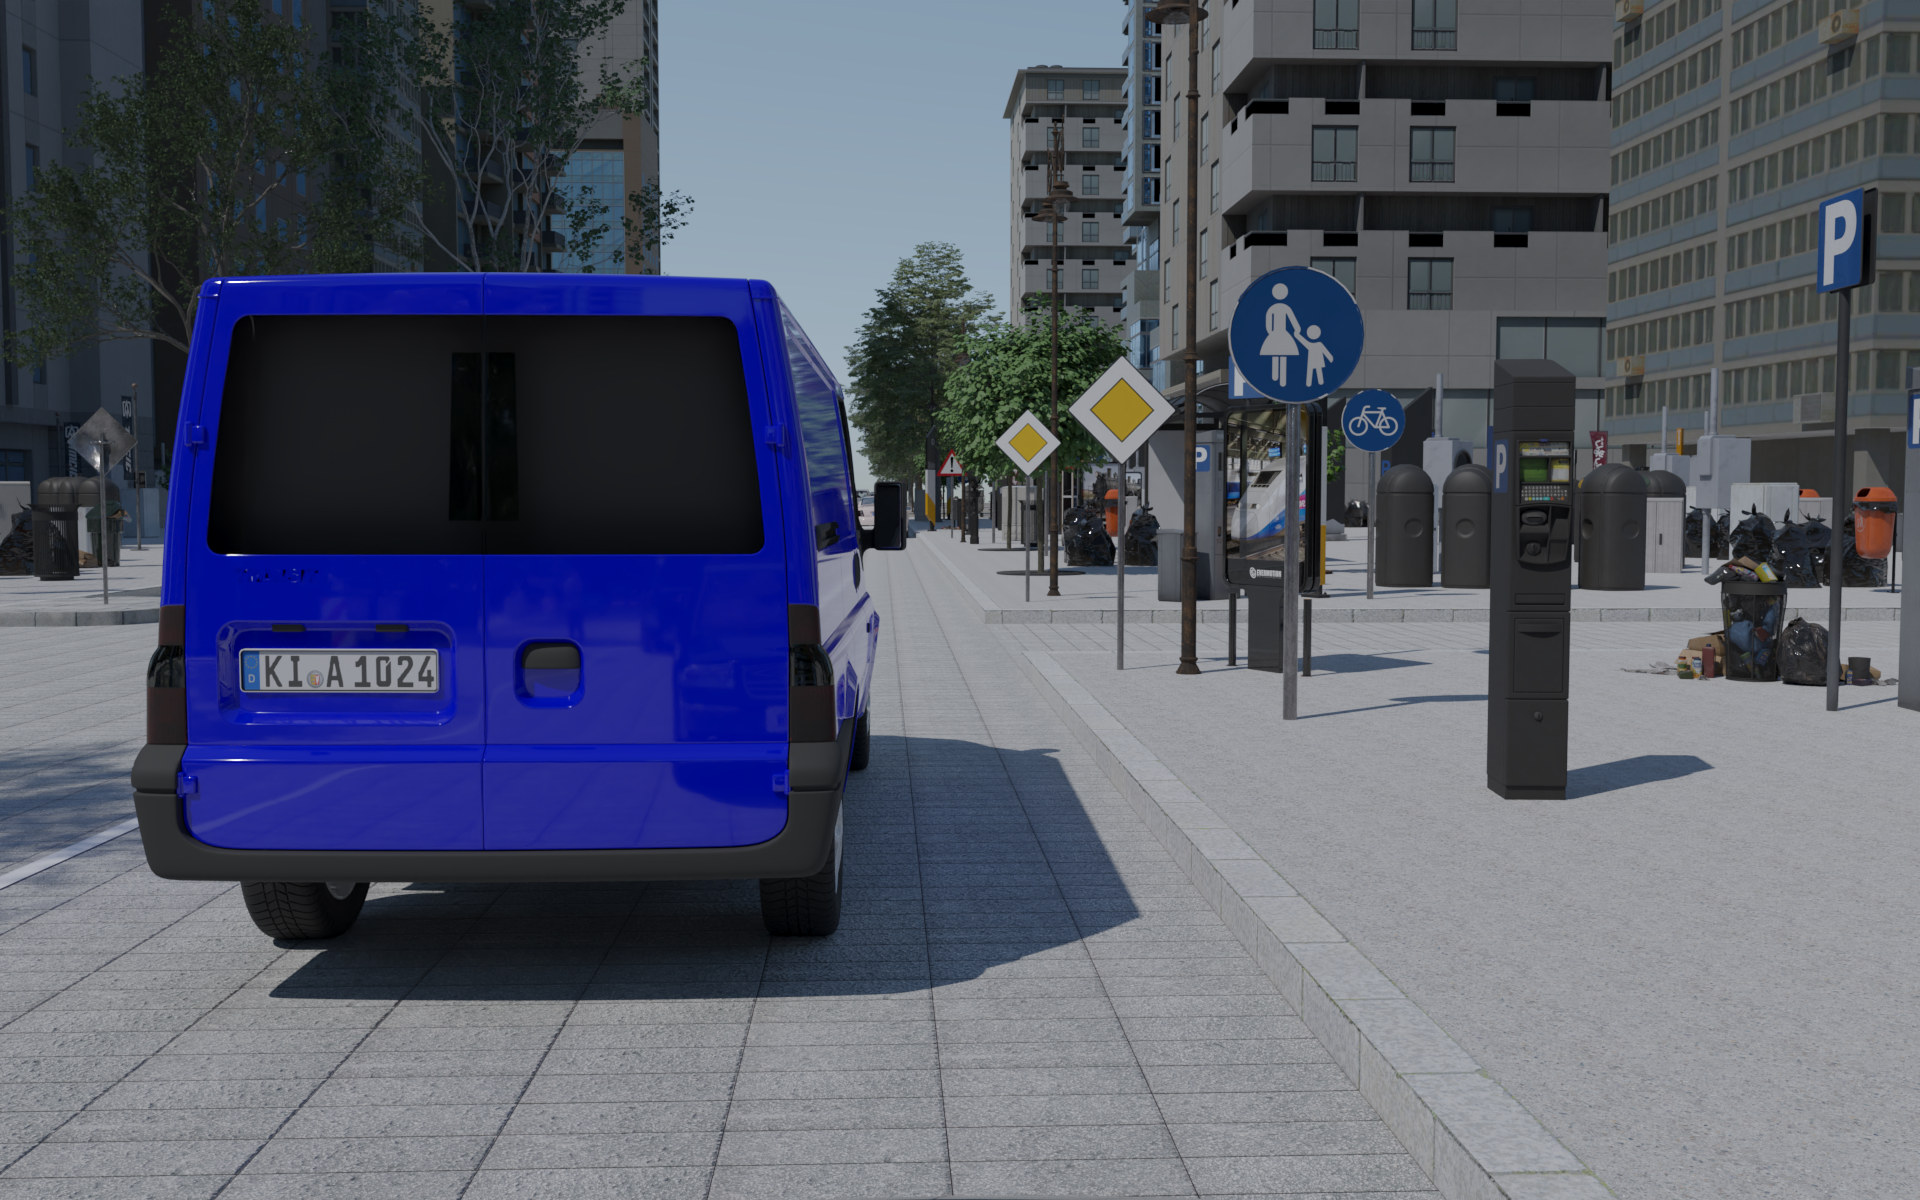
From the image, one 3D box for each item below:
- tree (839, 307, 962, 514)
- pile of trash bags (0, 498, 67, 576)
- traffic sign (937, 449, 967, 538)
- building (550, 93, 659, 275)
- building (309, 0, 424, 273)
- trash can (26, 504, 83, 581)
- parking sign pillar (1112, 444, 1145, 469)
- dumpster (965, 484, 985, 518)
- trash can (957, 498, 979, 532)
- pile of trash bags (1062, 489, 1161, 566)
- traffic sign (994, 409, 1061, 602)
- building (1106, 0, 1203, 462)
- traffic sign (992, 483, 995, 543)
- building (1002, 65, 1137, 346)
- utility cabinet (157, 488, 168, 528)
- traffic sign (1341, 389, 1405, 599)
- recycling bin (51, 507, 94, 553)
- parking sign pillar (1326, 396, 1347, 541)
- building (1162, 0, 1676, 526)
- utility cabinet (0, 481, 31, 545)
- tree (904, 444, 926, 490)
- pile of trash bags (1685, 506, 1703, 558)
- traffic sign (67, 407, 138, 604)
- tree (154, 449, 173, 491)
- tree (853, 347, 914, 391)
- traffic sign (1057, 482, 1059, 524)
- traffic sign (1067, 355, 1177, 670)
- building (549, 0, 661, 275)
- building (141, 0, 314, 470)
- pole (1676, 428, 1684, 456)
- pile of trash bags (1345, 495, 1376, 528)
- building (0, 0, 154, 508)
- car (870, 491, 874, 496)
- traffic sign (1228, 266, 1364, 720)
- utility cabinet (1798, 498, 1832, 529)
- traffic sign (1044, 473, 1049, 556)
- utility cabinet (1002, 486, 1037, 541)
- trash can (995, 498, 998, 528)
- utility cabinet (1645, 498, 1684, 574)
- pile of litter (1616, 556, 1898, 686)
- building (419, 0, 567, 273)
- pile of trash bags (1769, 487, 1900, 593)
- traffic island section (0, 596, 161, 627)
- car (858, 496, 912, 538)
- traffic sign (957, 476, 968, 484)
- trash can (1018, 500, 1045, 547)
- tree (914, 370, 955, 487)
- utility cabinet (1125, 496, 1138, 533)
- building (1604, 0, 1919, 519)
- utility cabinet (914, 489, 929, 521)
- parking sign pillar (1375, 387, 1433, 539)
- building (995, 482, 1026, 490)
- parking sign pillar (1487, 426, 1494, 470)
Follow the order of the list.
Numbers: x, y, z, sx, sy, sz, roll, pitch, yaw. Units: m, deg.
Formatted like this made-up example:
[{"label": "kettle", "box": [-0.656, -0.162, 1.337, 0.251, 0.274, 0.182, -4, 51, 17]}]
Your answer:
[{"label": "tree", "box": [-2.765, -12.466, 110.473, 9.857, 13.997, 8.962, 0, 3, 0]}, {"label": "pile of trash bags", "box": [-15.274, -1.062, 27.112, 1.912, 1.369, 3.447, -1, 4, -10]}, {"label": "traffic sign", "box": [-0.232, -3.072, 50.230, 0.884, 2.594, 0.081, 0, 4, 2]}, {"label": "building", "box": [-42.241, -33.506, 197.938, 14.600, 45.320, 14.200, 0, 4, -3]}, {"label": "building", "box": [-46.595, -25.277, 105.168, 32.217, 40.220, 23.993, 0, 4, -3]}, {"label": "trash can", "box": [-13.422, -0.860, 25.714, 0.748, 1.137, 0.748, 0, 3, 0]}, {"label": "parking sign pillar", "box": [6.621, -4.872, 68.130, 1.447, 3.967, 1.447, 0, 4, -4]}, {"label": "dumpster", "box": [0.746, -5.479, 95.348, 1.264, 1.857, 1.865, 0, 4, -3]}, {"label": "trash can", "box": [0.264, -2.899, 59.051, 0.748, 1.137, 0.748, 0, 3, 0]}, {"label": "pile of trash bags", "box": [2.863, -1.375, 32.241, 1.912, 1.369, 3.447, 0, 4, 5]}, {"label": "traffic sign", "box": [0.803, -1.034, 20.556, 0.795, 2.450, 0.064, 0, 4, -3]}, {"label": "building", "box": [21.706, -50.702, 141.642, 22.319, 86.520, 31.000, 0, 4, -3]}, {"label": "traffic sign", "box": [0.878, -2.752, 45.108, 0.768, 2.556, 0.104, 0, 4, 7]}, {"label": "building", "box": [20.449, -38.086, 211.951, 28.713, 52.752, 27.495, 0, 4, -3]}, {"label": "utility cabinet", "box": [-30.109, -3.447, 65.044, 0.318, 1.500, 1.173, 2, 4, 29]}, {"label": "traffic sign", "box": [5.005, -1.282, 21.061, 0.768, 2.556, 0.104, 0, 4, 2]}, {"label": "recycling bin", "box": [-16.847, -1.253, 33.039, 0.722, 1.027, 0.722, 0, 4, -5]}, {"label": "parking sign pillar", "box": [9.907, -3.611, 47.512, 1.447, 3.967, 1.447, -1, 4, -22]}, {"label": "building", "box": [24.982, -30.158, 82.325, 28.713, 52.752, 27.495, 0, 4, -3]}, {"label": "utility cabinet", "box": [-16.823, -1.312, 30.133, 1.173, 1.500, 0.318, -2, 4, -29]}, {"label": "tree", "box": [-2.692, -10.748, 126.094, 4.360, 8.622, 3.978, 0, 3, 0]}, {"label": "pile of trash bags", "box": [15.594, -1.478, 33.913, 1.912, 1.369, 3.447, -1, 4, -11]}, {"label": "traffic sign", "box": [-9.931, -1.006, 20.087, 0.795, 2.450, 0.064, 0, 4, -3]}, {"label": "tree", "box": [-28.321, -4.198, 63.245, 1.663, 3.219, 1.824, 0, 3, 0]}, {"label": "tree", "box": [-6.199, -21.951, 214.790, 12.611, 20.169, 13.585, 0, 3, 0]}, {"label": "traffic sign", "box": [2.061, -2.249, 36.770, 0.884, 2.594, 0.081, 0, 4, 4]}, {"label": "traffic sign", "box": [1.167, -0.547, 12.579, 0.795, 2.450, 0.064, 0, 4, -3]}, {"label": "building", "box": [-45.775, -47.491, 214.725, 20.563, 71.187, 20.611, 0, 4, -3]}, {"label": "building", "box": [-37.308, -25.955, 74.477, 14.600, 45.320, 14.200, 0, 4, -3]}, {"label": "pole", "box": [22.312, -3.663, 53.737, 0.158, 3.312, 0.155, 0, 3, 0]}, {"label": "pile of trash bags", "box": [14.510, -3.474, 66.550, 1.912, 1.369, 3.447, 3, 5, 42]}, {"label": "building", "box": [-38.203, -30.755, 44.851, 21.231, 58.520, 28.212, 0, 4, -3]}, {"label": "car", "box": [-11.788, -14.320, 242.806, 2.281, 1.827, 5.304, 0, 4, -1]}, {"label": "traffic sign", "box": [1.878, -0.592, 9.783, 0.768, 2.556, 0.104, 0, 4, -2]}, {"label": "utility cabinet", "box": [14.428, -1.119, 29.456, 0.306, 1.237, 1.020, 0, 4, -7]}, {"label": "traffic sign", "box": [1.786, -2.178, 35.723, 0.768, 2.556, 0.104, 0, 4, 1]}, {"label": "utility cabinet", "box": [1.665, -2.355, 47.184, 1.173, 1.500, 0.318, 3, 5, 44]}, {"label": "trash can", "box": [1.580, -3.347, 66.385, 0.748, 1.137, 0.748, 0, 3, 0]}, {"label": "utility cabinet", "box": [11.228, -1.044, 28.234, 1.020, 1.237, 0.306, 2, 4, 26]}, {"label": "pile of litter", "box": [5.584, 0.111, 12.150, 1.176, 0.858, 1.719, -3, 4, -37]}, {"label": "building", "box": [-42.345, -29.175, 131.631, 22.147, 44.769, 28.867, 0, 4, -3]}, {"label": "pile of trash bags", "box": [11.928, -0.862, 23.847, 1.912, 1.369, 3.447, 0, 4, 2]}, {"label": "traffic island section", "box": [-9.955, 0.130, 20.148, 2.009, 0.180, 2.903, 0, 4, -3]}, {"label": "car", "box": [-2.647, -2.788, 57.946, 2.083, 1.381, 4.827, 0, 4, -2]}, {"label": "traffic sign", "box": [0.231, -5.208, 85.256, 0.768, 2.556, 0.104, 0, 4, 2]}, {"label": "trash can", "box": [1.777, -1.859, 42.045, 0.748, 1.137, 0.748, 0, 3, 0]}, {"label": "tree", "box": [-1.397, -9.280, 102.089, 4.737, 8.622, 4.395, 0, 3, 0]}, {"label": "utility cabinet", "box": [4.484, -2.145, 46.232, 0.306, 1.237, 1.020, 0, 4, -6]}, {"label": "building", "box": [34.659, -21.933, 50.488, 23.993, 40.220, 32.217, 0, 4, -3]}, {"label": "utility cabinet", "box": [-1.561, -4.470, 81.757, 1.173, 1.500, 0.318, -2, 4, -25]}, {"label": "parking sign pillar", "box": [11.171, -3.358, 43.382, 1.447, 3.967, 1.447, -2, 4, -27]}, {"label": "building", "box": [19.110, -24.238, 241.333, 27.650, 21.520, 28.899, 0, 4, -3]}, {"label": "parking sign pillar", "box": [15.418, -3.695, 48.882, 1.447, 3.967, 1.447, -1, 4, -17]}]
